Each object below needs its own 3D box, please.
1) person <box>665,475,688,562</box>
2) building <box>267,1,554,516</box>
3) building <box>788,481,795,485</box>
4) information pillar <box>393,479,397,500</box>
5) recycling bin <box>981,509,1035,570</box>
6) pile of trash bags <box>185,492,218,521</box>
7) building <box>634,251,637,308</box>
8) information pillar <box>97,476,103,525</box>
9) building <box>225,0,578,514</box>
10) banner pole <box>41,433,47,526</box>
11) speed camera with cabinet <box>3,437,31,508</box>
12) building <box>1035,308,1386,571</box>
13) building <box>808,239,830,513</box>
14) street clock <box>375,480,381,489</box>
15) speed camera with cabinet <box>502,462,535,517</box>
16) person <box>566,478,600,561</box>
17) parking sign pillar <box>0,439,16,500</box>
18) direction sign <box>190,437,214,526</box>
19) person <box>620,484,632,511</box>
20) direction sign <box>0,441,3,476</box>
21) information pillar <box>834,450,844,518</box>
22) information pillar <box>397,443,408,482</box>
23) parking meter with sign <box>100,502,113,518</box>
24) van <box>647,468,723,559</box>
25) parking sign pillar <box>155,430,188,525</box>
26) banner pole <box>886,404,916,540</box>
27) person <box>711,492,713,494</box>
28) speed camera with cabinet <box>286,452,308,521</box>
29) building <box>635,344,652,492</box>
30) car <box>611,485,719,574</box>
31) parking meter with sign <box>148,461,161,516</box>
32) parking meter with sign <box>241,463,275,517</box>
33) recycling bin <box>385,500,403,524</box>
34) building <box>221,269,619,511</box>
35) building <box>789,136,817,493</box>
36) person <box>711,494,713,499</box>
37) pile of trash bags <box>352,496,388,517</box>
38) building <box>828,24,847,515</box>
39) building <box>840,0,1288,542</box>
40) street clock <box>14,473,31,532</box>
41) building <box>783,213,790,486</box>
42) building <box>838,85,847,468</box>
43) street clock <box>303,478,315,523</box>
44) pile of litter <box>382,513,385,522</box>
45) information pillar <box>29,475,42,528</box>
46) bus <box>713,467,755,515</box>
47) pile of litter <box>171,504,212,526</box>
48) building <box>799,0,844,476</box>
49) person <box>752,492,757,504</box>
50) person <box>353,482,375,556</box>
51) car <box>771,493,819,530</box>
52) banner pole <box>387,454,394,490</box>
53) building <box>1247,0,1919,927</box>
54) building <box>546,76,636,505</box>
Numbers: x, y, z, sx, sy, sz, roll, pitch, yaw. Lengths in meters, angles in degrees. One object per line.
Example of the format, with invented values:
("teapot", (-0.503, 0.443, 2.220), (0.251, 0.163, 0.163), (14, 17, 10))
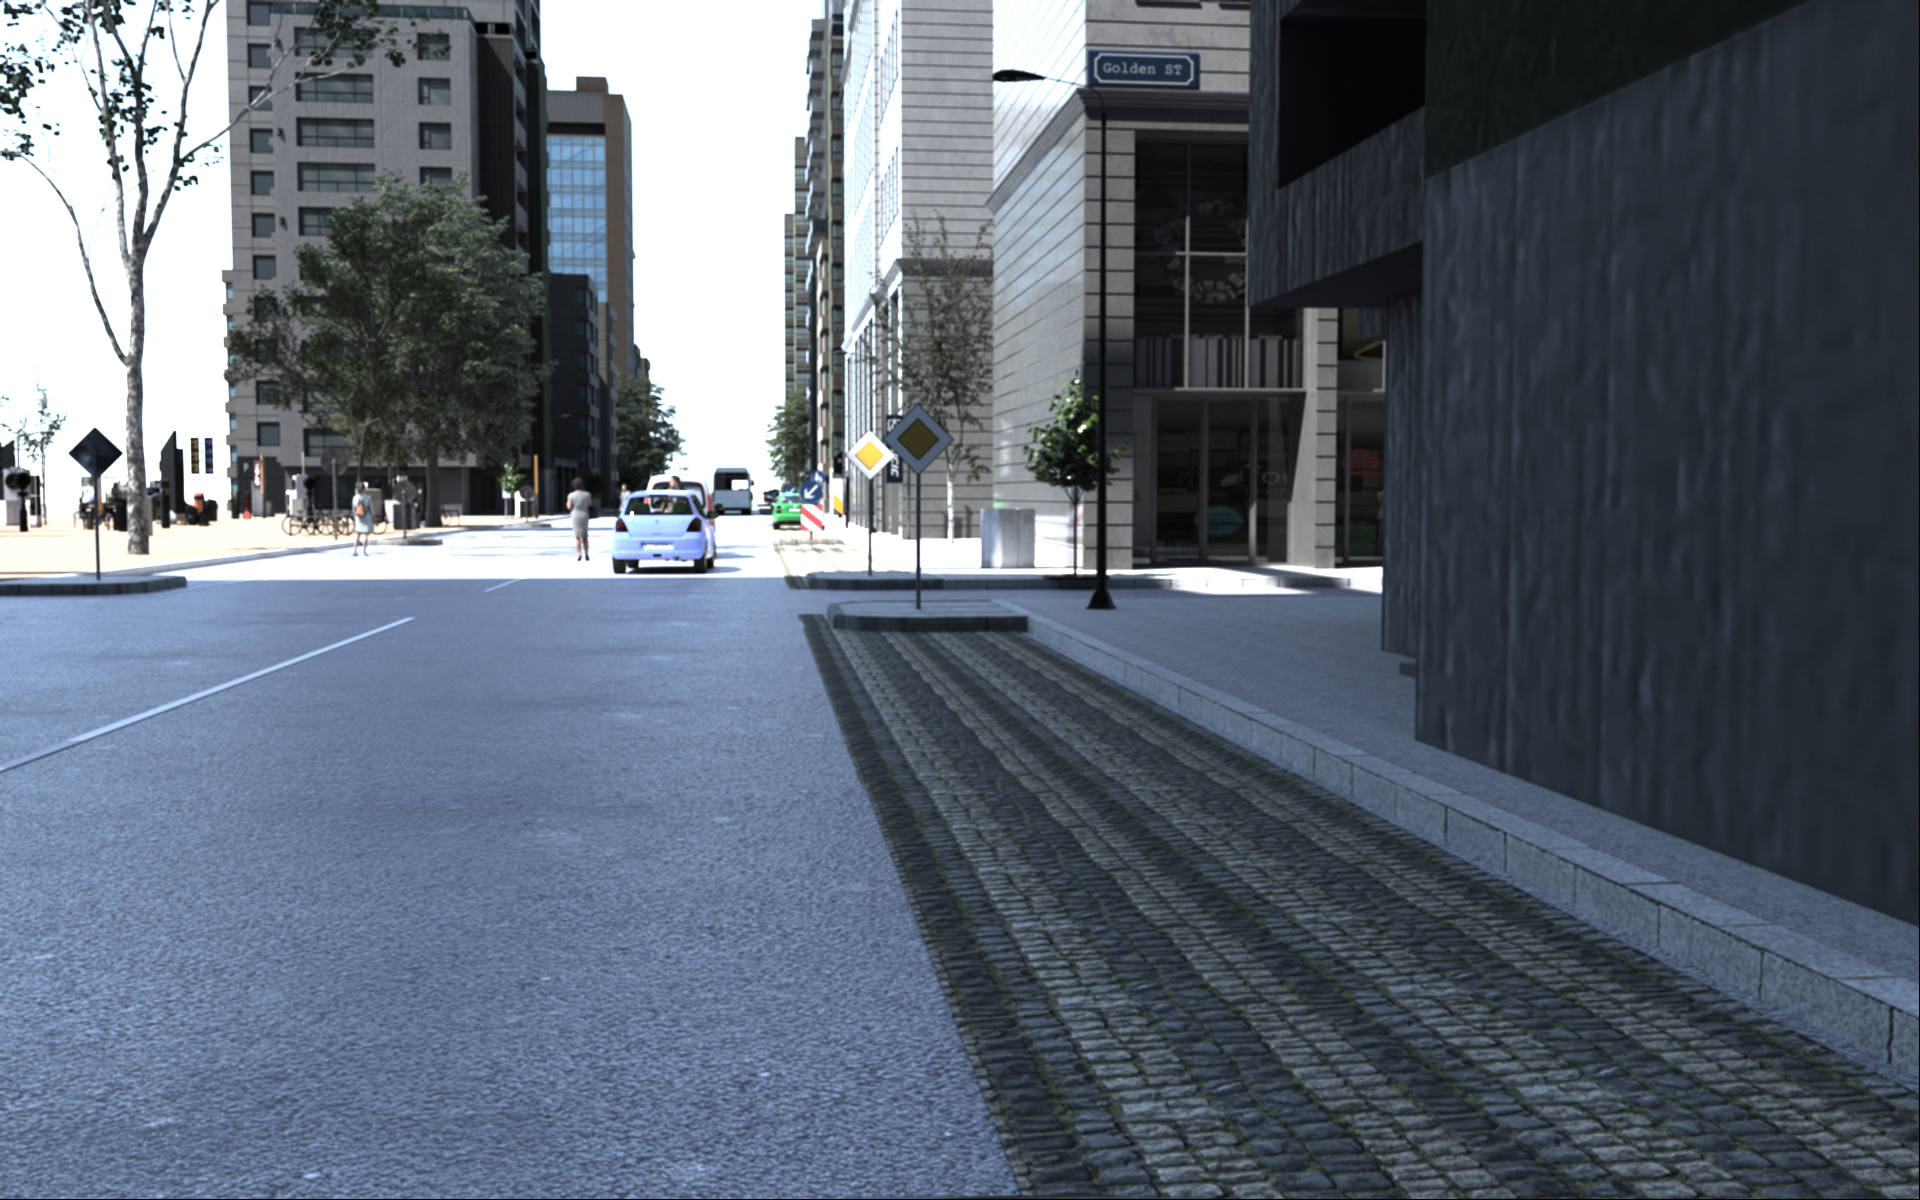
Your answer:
("person", (-6.071, -1.734, 36.768), (0.656, 1.842, 0.836), (-2, 4, -30))
("building", (-33.133, -20.476, 106.483), (14.160, 30.474, 14.107), (0, 4, -7))
("building", (-7.251, -33.288, 236.132), (32.217, 40.220, 23.993), (0, 4, -7))
("information pillar", (-27.137, -4.831, 83.486), (0.304, 2.012, 0.304), (-1, 4, -10))
("recycling bin", (0.824, -1.058, 29.859), (0.722, 1.027, 0.722), (-2, 4, -28))
("pile of trash bags", (-35.678, -4.351, 80.888), (1.912, 1.369, 3.447), (-2, 4, -29))
("building", (-57.426, -33.360, 237.320), (32.217, 40.220, 23.993), (0, 4, -7))
("information pillar", (-35.778, -4.925, 71.881), (0.183, 3.616, 0.504), (0, 4, 1))
("building", (-38.373, -41.857, 122.614), (20.563, 71.187, 20.611), (0, 4, -7))
("banner pole", (-37.272, -4.924, 70.531), (0.401, 3.779, 0.863), (-2, 4, -34))
("speed camera with cabinet", (-33.218, -3.996, 59.664), (2.038, 3.252, 0.660), (0, 4, -7))
("building", (16.035, -15.760, 35.175), (29.804, 29.767, 11.434), (0, 4, -7))
("building", (2.626, -17.651, 133.627), (27.650, 21.520, 28.899), (0, 4, -7))
("street clock", (-29.142, -5.026, 86.742), (0.358, 2.002, 0.471), (-1, 4, -8))
("speed camera with cabinet", (-24.540, -6.232, 96.237), (2.038, 3.252, 0.660), (3, 4, 36))
("person", (-8.084, -1.728, 37.109), (0.716, 1.782, 0.532), (-2, 4, -28))
("parking sign pillar", (-47.318, -5.938, 85.562), (1.447, 3.967, 1.447), (-1, 4, -11))
("direction sign", (-30.093, -4.699, 68.820), (0.876, 3.537, 0.379), (-1, 4, -8))
("person", (-12.564, -3.448, 64.969), (0.635, 1.810, 0.391), (2, 4, 34))
("direction sign", (-41.174, -5.022, 74.101), (0.379, 3.537, 0.876), (0, 4, -2))
("information pillar", (-6.503, -6.203, 92.776), (0.504, 3.616, 0.183), (0, 4, 6))
("information pillar", (-25.323, -5.338, 78.632), (0.183, 3.616, 0.504), (3, 5, 42))
("parking meter with sign", (-45.389, -5.919, 93.030), (1.738, 3.016, 0.543), (-3, 4, -38))
("van", (-6.411, -1.988, 39.522), (2.013, 2.044, 4.112), (-1, 4, -9))
("parking sign pillar", (-33.407, -5.198, 73.459), (1.447, 3.967, 1.447), (3, 5, 40))
("banner pole", (-1.657, -3.556, 48.150), (0.863, 3.779, 0.401), (0, 4, -2))
("person", (-34.343, -14.158, 240.518), (0.617, 1.759, 0.750), (2, 4, 35))
("speed camera with cabinet", (-31.530, -5.383, 82.341), (0.660, 3.252, 2.038), (-2, 4, -33))
("building", (-52.546, -22.434, 211.830), (27.650, 21.520, 28.899), (0, 4, -7))
("car", (-5.519, -1.399, 32.463), (1.945, 1.707, 3.694), (0, 4, -5))
("parking meter with sign", (-42.332, -5.806, 91.192), (1.738, 3.016, 0.543), (2, 4, 35))
("parking meter with sign", (-39.001, -6.122, 96.358), (1.738, 3.016, 0.543), (1, 4, 12))
("recycling bin", (-24.449, -3.824, 75.068), (0.722, 1.027, 0.722), (0, 4, 0))
("building", (-44.629, -18.599, 149.132), (27.650, 21.520, 28.899), (0, 4, -7))
("building", (-12.245, -31.669, 201.387), (14.154, 41.232, 14.086), (0, 4, -7))
("person", (-26.495, -10.607, 185.163), (0.421, 1.427, 0.697), (0, 4, -7))
("pile of trash bags", (-32.905, -5.305, 96.483), (1.912, 1.369, 3.447), (-3, 4, -36))
("building", (-1.491, -20.767, 111.247), (14.160, 30.474, 14.107), (0, 4, -7))
("building", (1.930, -17.509, 63.766), (11.434, 29.767, 29.804), (0, 4, -7))
("street clock", (-31.813, -3.317, 58.803), (0.358, 2.002, 0.471), (2, 4, 35))
("building", (-18.775, -34.893, 254.095), (14.154, 41.232, 14.086), (0, 4, -7))
("building", (1.362, -18.192, 90.939), (14.314, 27.812, 24.014), (0, 4, -7))
("street clock", (-29.134, -4.466, 77.591), (0.358, 2.002, 0.471), (3, 4, 37))
("pile of litter", (-26.737, -3.937, 78.338), (1.176, 0.858, 1.719), (2, 4, 32))
("information pillar", (-35.438, -3.784, 66.359), (0.304, 2.012, 0.304), (0, 4, 6))
("bus", (-16.141, -7.863, 123.423), (2.948, 3.499, 13.247), (0, 4, -6))
("pile of litter", (-31.602, -3.491, 71.043), (1.719, 0.858, 1.176), (-2, 4, -24))
("building", (-3.020, -33.196, 162.365), (23.786, 49.044, 30.456), (0, 4, -7))
("person", (-28.964, -14.227, 241.825), (1.217, 1.735, 0.721), (1, 4, 10))
("person", (-13.761, -1.859, 39.900), (0.512, 1.701, 0.522), (0, 4, -7))
("car", (-6.677, -3.750, 70.114), (1.959, 1.807, 4.718), (0, 4, -6))
("banner pole", (-29.899, -6.176, 90.999), (0.401, 3.779, 0.863), (1, 4, 9))
("building", (9.094, -14.637, 11.020), (14.160, 30.474, 14.107), (0, 4, -7))
("building", (-43.126, -32.995, 189.586), (14.600, 45.320, 14.200), (0, 4, -7))
